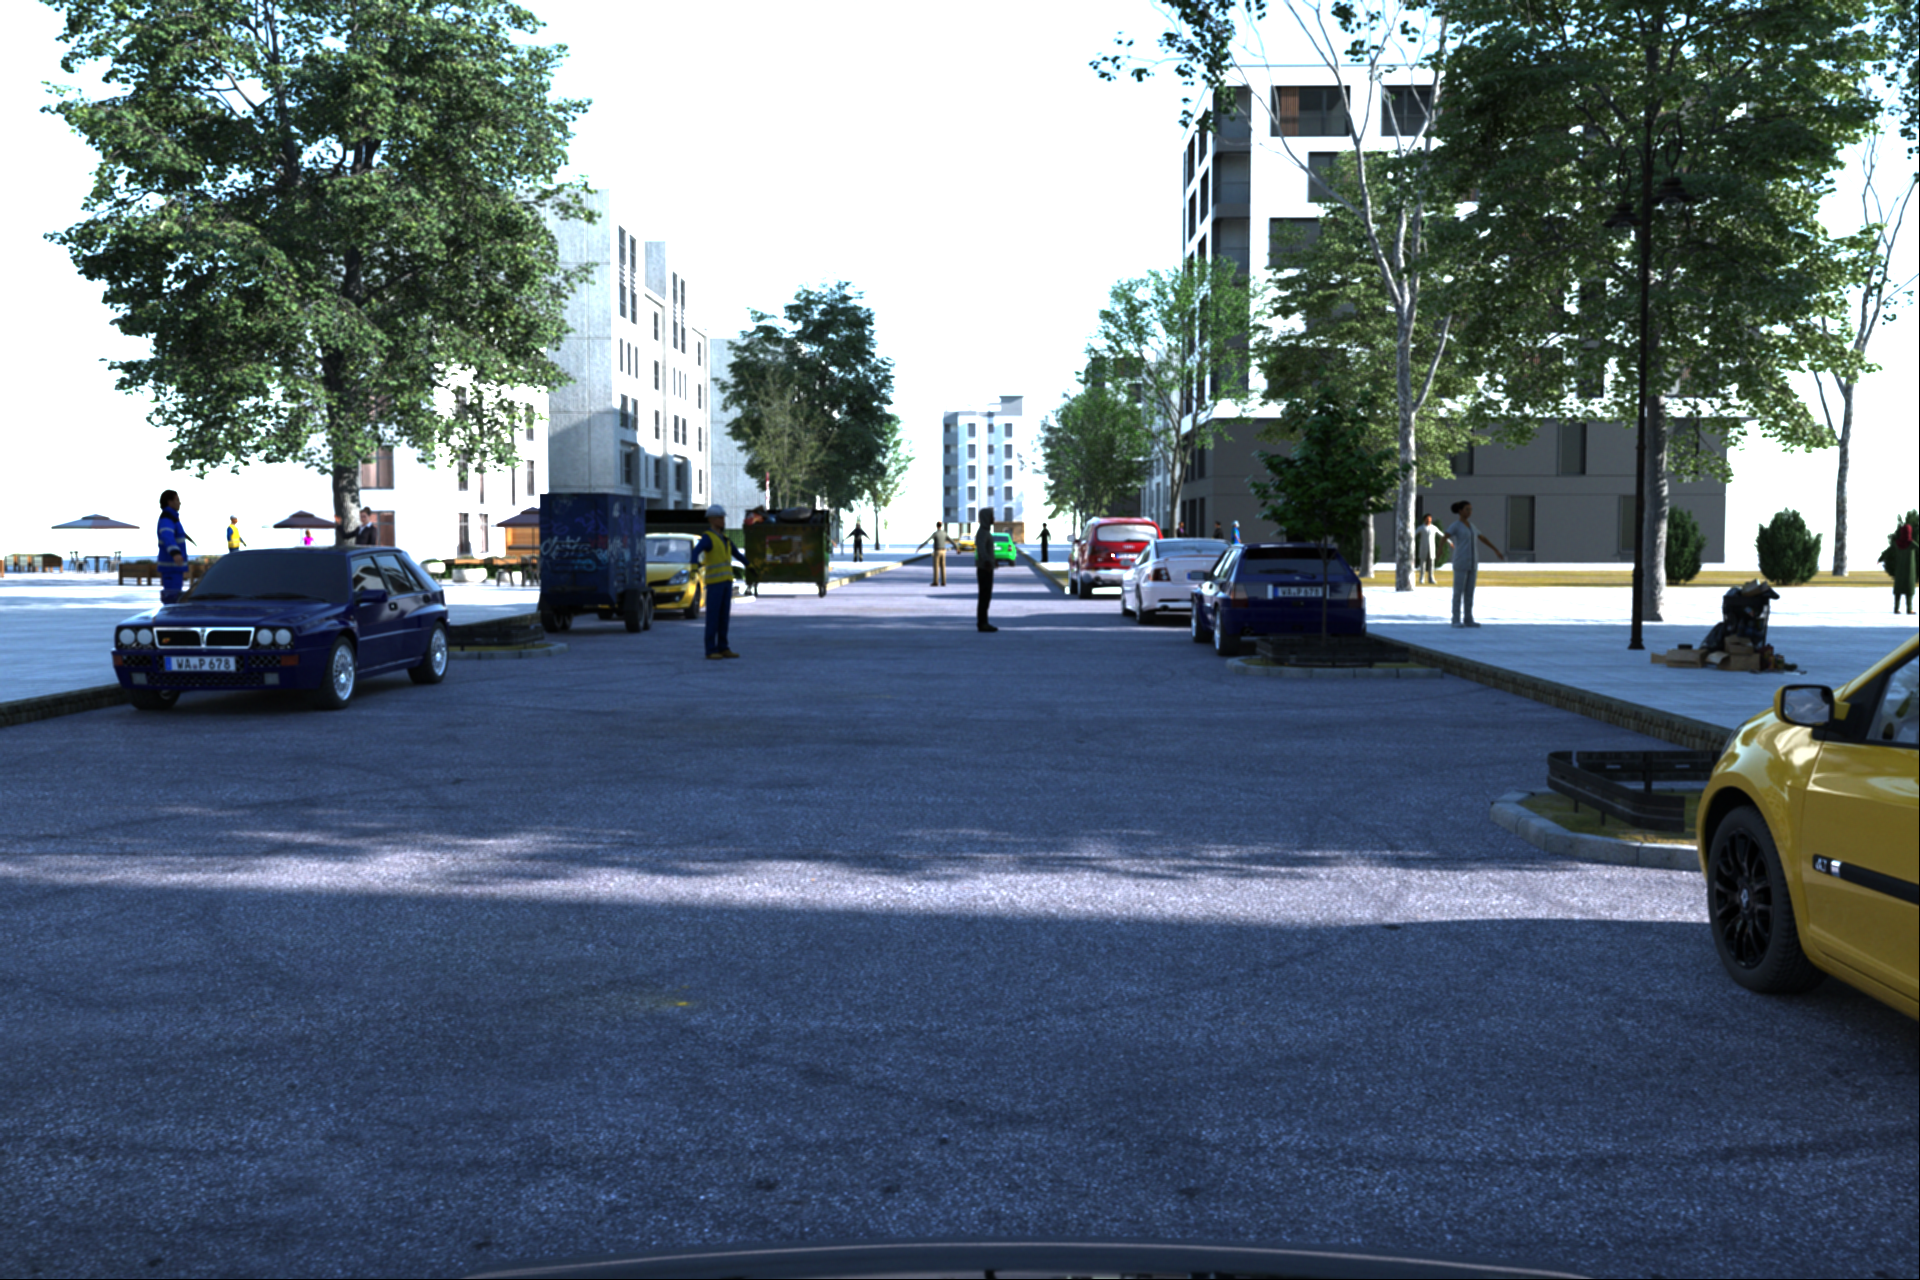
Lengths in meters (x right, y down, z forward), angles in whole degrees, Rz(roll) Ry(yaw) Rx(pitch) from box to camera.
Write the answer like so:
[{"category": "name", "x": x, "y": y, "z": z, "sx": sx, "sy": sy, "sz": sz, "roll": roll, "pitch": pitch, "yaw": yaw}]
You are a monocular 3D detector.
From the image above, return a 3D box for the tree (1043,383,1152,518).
[{"category": "tree", "x": 9.429, "y": -11.779, "z": 118.337, "sx": 9.928, "sy": 11.665, "sz": 9.643, "roll": 0, "pitch": 3, "yaw": 0}]

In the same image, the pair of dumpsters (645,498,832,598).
[{"category": "pair of dumpsters", "x": -5.154, "y": -2.106, "z": 39.387, "sx": 4.436, "sy": 2.255, "sz": 1.574, "roll": 0, "pitch": 4, "yaw": 1}]

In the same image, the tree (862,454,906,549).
[{"category": "tree", "x": -6.379, "y": -11.901, "z": 144.938, "sx": 4.737, "sy": 8.622, "sz": 4.395, "roll": 0, "pitch": 3, "yaw": 0}]

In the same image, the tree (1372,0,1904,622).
[{"category": "tree", "x": 9.817, "y": -6.546, "z": 25.148, "sx": 7.486, "sy": 12.596, "sz": 7.792, "roll": 0, "pitch": 3, "yaw": 0}]

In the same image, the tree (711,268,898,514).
[{"category": "tree", "x": -7.396, "y": -10.898, "z": 84.837, "sx": 9.857, "sy": 13.997, "sz": 8.962, "roll": 0, "pitch": 3, "yaw": 0}]

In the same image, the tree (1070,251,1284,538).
[{"category": "tree", "x": 7.961, "y": -8.411, "z": 63.278, "sx": 9.928, "sy": 11.665, "sz": 9.643, "roll": 0, "pitch": 3, "yaw": 0}]

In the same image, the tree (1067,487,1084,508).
[{"category": "tree", "x": 17.383, "y": -18.803, "z": 233.185, "sx": 9.928, "sy": 11.665, "sz": 9.643, "roll": 0, "pitch": 3, "yaw": 0}]

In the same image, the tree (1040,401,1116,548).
[{"category": "tree", "x": 10.118, "y": -14.042, "z": 147.713, "sx": 7.486, "sy": 12.596, "sz": 7.792, "roll": 0, "pitch": 3, "yaw": 0}]

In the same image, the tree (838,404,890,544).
[{"category": "tree", "x": -15.591, "y": -23.260, "z": 236.194, "sx": 12.611, "sy": 20.169, "sz": 13.585, "roll": 0, "pitch": 3, "yaw": 0}]

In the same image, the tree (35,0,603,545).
[{"category": "tree", "x": -11.092, "y": -7.592, "z": 30.786, "sx": 9.857, "sy": 13.997, "sz": 8.962, "roll": 0, "pitch": 3, "yaw": 0}]

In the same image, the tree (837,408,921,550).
[{"category": "tree", "x": -6.633, "y": -12.851, "z": 135.864, "sx": 9.928, "sy": 11.665, "sz": 9.643, "roll": 0, "pitch": 3, "yaw": 0}]

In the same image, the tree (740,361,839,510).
[{"category": "tree", "x": -7.482, "y": -7.513, "z": 73.198, "sx": 4.360, "sy": 8.622, "sz": 3.978, "roll": 0, "pitch": 3, "yaw": 0}]

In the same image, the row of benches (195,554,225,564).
[{"category": "row of benches", "x": -22.437, "y": -2.281, "z": 52.753, "sx": 1.422, "sy": 0.672, "sz": 4.104, "roll": -3, "pitch": 4, "yaw": -38}]

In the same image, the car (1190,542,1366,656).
[{"category": "car", "x": 3.908, "y": -0.556, "z": 21.676, "sx": 1.945, "sy": 1.354, "sz": 3.894, "roll": 0, "pitch": 4, "yaw": 1}]

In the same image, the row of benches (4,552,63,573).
[{"category": "row of benches", "x": -31.548, "y": -2.661, "z": 58.966, "sx": 4.104, "sy": 0.672, "sz": 1.422, "roll": 3, "pitch": 5, "yaw": 45}]

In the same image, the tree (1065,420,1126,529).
[{"category": "tree", "x": 8.156, "y": -9.691, "z": 108.813, "sx": 4.360, "sy": 8.622, "sz": 3.978, "roll": 0, "pitch": 3, "yaw": 0}]

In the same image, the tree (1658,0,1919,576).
[{"category": "tree", "x": 27.743, "y": -12.130, "z": 54.214, "sx": 12.611, "sy": 20.169, "sz": 13.585, "roll": 0, "pitch": 3, "yaw": 0}]

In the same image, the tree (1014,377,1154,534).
[{"category": "tree", "x": 9.229, "y": -13.518, "z": 131.381, "sx": 12.009, "sy": 13.543, "sz": 11.850, "roll": 0, "pitch": 3, "yaw": 0}]

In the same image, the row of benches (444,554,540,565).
[{"category": "row of benches", "x": -14.067, "y": -2.311, "z": 53.244, "sx": 1.422, "sy": 0.672, "sz": 4.104, "roll": 2, "pitch": 4, "yaw": 35}]

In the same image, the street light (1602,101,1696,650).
[{"category": "street light", "x": 7.536, "y": -2.834, "z": 19.118, "sx": 0.468, "sy": 5.910, "sz": 1.993, "roll": 0, "pitch": 4, "yaw": 1}]

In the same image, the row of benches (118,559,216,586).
[{"category": "row of benches", "x": -19.130, "y": -1.681, "z": 42.954, "sx": 4.104, "sy": 0.672, "sz": 1.422, "roll": 2, "pitch": 4, "yaw": 24}]

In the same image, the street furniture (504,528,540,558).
[{"category": "street furniture", "x": -11.956, "y": -3.334, "z": 61.360, "sx": 9.812, "sy": 1.723, "sz": 11.010, "roll": 0, "pitch": 4, "yaw": -7}]

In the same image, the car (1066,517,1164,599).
[{"category": "car", "x": 3.630, "y": -1.911, "z": 39.910, "sx": 2.281, "sy": 1.827, "sz": 5.304, "roll": 0, "pitch": 4, "yaw": 0}]

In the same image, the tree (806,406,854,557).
[{"category": "tree", "x": -6.951, "y": -8.929, "z": 96.355, "sx": 4.360, "sy": 8.622, "sz": 3.978, "roll": 0, "pitch": 3, "yaw": 0}]

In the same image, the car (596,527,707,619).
[{"category": "car", "x": -5.232, "y": -1.233, "z": 30.384, "sx": 2.015, "sy": 1.641, "sz": 3.980, "roll": 0, "pitch": 4, "yaw": 1}]

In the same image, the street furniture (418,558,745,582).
[{"category": "street furniture", "x": -11.120, "y": -1.970, "z": 47.832, "sx": 10.072, "sy": 0.657, "sz": 5.734, "roll": 0, "pitch": 4, "yaw": 8}]

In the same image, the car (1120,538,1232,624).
[{"category": "car", "x": 3.749, "y": -1.009, "z": 28.856, "sx": 2.083, "sy": 1.381, "sz": 4.827, "roll": 0, "pitch": 4, "yaw": 0}]

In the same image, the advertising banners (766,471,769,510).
[{"category": "advertising banners", "x": -5.402, "y": -3.155, "z": 47.771, "sx": 0.090, "sy": 3.025, "sz": 2.074, "roll": 0, "pitch": 4, "yaw": 2}]

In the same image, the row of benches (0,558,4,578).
[{"category": "row of benches", "x": -29.268, "y": -2.235, "z": 51.999, "sx": 1.422, "sy": 0.672, "sz": 4.104, "roll": -2, "pitch": 4, "yaw": -34}]

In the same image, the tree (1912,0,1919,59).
[{"category": "tree", "x": 9.475, "y": -6.273, "z": 9.216, "sx": 9.857, "sy": 13.997, "sz": 8.962, "roll": 0, "pitch": 3, "yaw": 0}]

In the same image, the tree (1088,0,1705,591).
[{"category": "tree", "x": 9.089, "y": -11.076, "z": 36.976, "sx": 12.611, "sy": 20.169, "sz": 13.585, "roll": 0, "pitch": 3, "yaw": 0}]

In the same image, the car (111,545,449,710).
[{"category": "car", "x": -5.864, "y": -0.169, "z": 15.340, "sx": 1.945, "sy": 1.354, "sz": 3.894, "roll": 0, "pitch": 4, "yaw": 1}]

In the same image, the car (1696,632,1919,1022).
[{"category": "car", "x": 3.263, "y": 0.366, "z": 4.242, "sx": 2.015, "sy": 1.641, "sz": 3.980, "roll": 0, "pitch": 4, "yaw": 2}]

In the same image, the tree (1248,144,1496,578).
[{"category": "tree", "x": 12.225, "y": -8.140, "z": 51.215, "sx": 7.486, "sy": 12.596, "sz": 7.792, "roll": 0, "pitch": 3, "yaw": 0}]

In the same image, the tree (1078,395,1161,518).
[{"category": "tree", "x": 8.024, "y": -8.525, "z": 89.740, "sx": 4.737, "sy": 8.622, "sz": 4.395, "roll": 0, "pitch": 3, "yaw": 0}]

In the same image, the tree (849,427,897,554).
[{"category": "tree", "x": -6.808, "y": -9.966, "z": 113.312, "sx": 4.360, "sy": 8.622, "sz": 3.978, "roll": 0, "pitch": 3, "yaw": 0}]

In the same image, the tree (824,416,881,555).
[{"category": "tree", "x": -7.048, "y": -9.464, "z": 105.094, "sx": 4.737, "sy": 8.622, "sz": 4.395, "roll": 0, "pitch": 3, "yaw": 0}]

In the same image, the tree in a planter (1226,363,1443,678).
[{"category": "tree in a planter", "x": 3.836, "y": -1.279, "z": 18.131, "sx": 1.991, "sy": 3.239, "sz": 1.994, "roll": 0, "pitch": 4, "yaw": 2}]
